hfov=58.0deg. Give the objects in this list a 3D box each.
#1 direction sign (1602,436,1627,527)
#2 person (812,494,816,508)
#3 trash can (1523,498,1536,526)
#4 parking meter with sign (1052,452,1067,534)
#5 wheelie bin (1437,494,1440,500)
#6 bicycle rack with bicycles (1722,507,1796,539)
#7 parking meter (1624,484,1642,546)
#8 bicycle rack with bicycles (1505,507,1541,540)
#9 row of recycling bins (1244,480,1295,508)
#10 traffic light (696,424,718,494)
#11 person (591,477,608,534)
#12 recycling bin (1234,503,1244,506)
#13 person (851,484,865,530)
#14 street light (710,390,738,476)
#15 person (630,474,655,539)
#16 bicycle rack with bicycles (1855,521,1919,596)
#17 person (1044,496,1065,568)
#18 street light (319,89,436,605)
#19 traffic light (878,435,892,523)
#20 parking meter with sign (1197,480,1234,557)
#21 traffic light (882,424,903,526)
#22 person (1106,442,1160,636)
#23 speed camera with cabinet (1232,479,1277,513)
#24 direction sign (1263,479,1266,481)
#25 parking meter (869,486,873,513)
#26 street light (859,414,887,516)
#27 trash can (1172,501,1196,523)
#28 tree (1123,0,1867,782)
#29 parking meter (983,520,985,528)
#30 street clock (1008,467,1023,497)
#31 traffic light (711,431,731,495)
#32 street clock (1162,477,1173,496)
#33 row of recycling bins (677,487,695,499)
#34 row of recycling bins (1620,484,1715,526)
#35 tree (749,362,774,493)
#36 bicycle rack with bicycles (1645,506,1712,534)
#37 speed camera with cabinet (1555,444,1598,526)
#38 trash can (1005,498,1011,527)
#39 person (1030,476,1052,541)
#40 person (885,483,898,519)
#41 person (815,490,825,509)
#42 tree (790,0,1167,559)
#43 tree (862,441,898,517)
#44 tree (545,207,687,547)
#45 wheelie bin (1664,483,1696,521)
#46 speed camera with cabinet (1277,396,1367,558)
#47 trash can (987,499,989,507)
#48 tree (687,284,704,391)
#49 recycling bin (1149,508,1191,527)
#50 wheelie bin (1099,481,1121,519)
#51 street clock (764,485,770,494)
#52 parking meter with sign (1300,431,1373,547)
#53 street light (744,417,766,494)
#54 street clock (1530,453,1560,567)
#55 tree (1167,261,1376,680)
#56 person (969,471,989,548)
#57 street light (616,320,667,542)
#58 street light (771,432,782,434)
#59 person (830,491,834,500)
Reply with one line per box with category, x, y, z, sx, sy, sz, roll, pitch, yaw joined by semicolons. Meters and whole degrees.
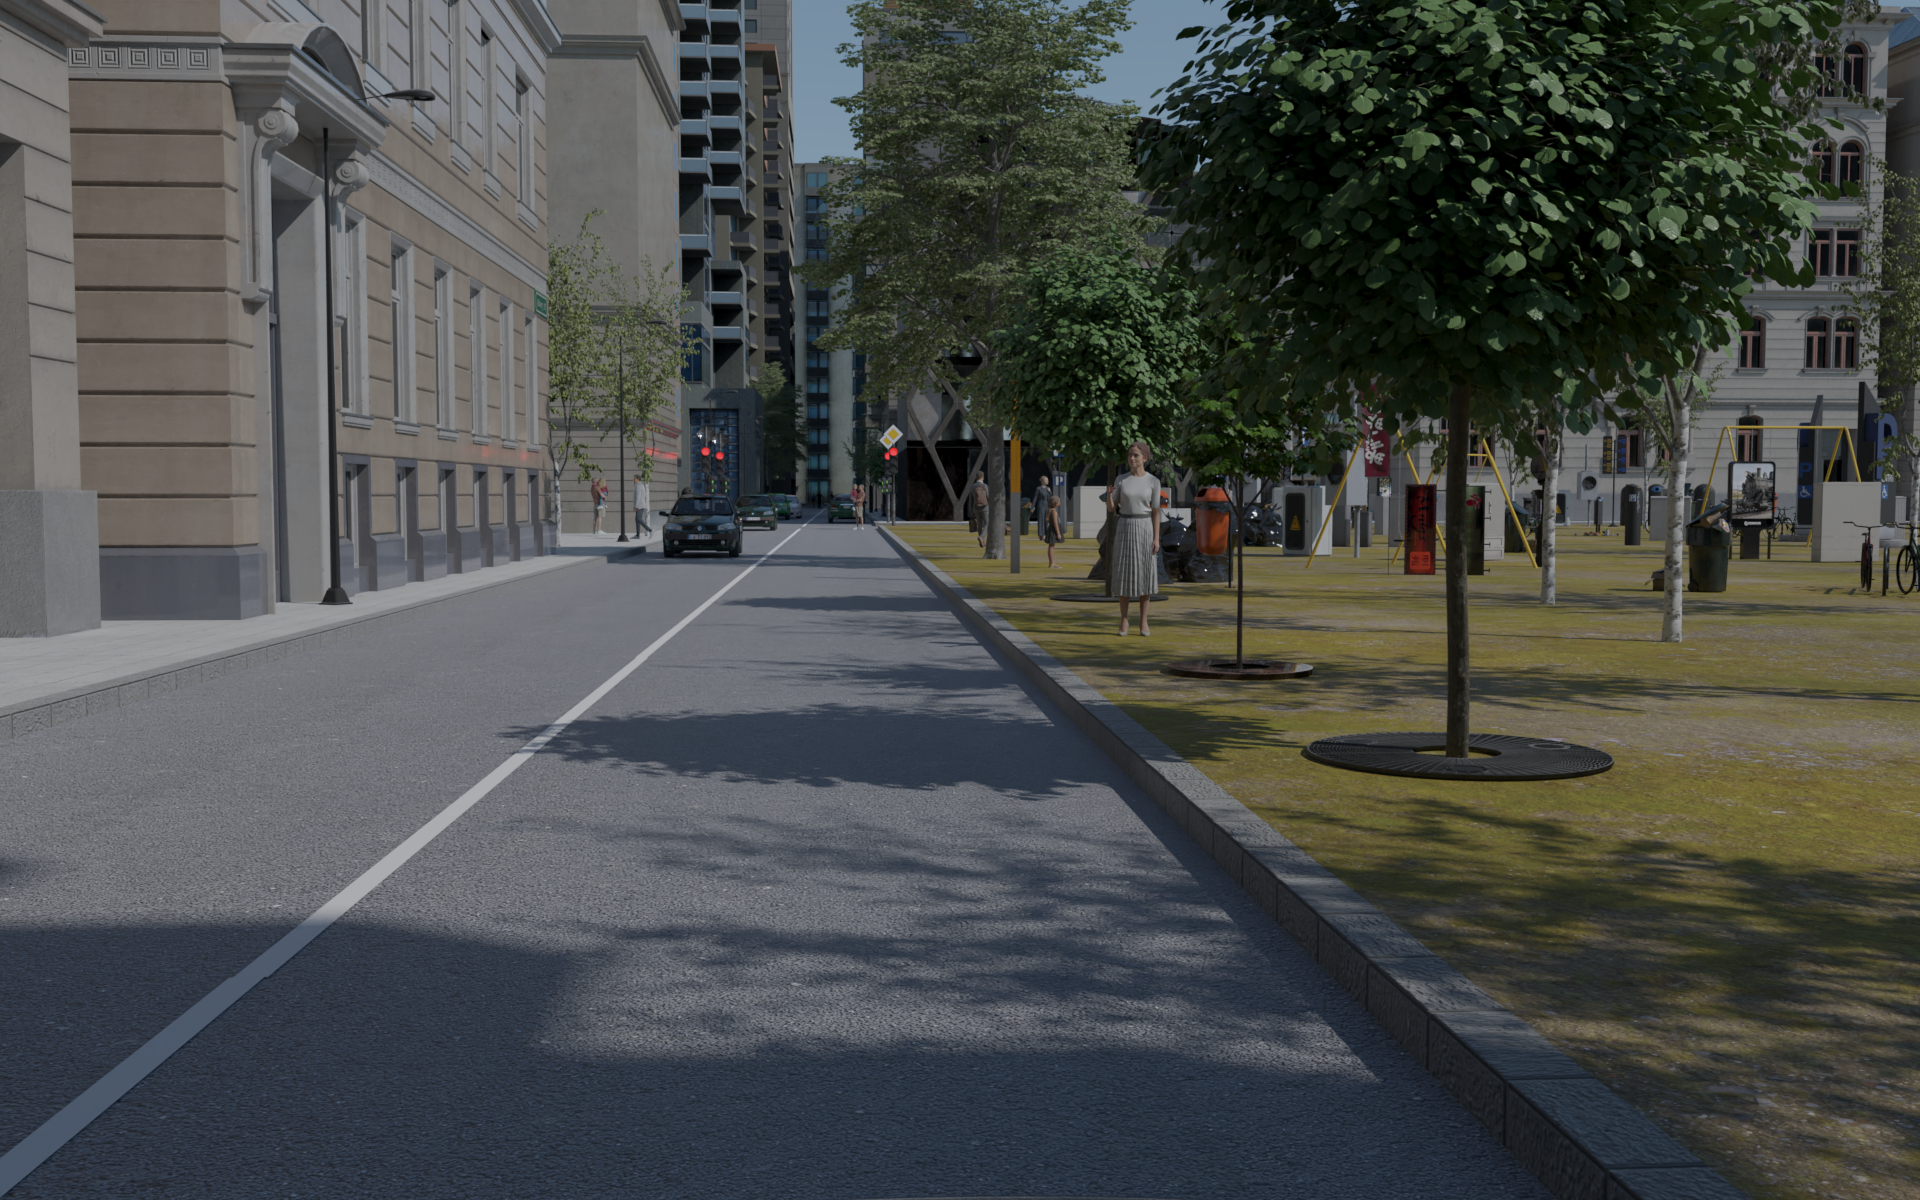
direction sign;25.512;-4.622;67.565;0.876;3.537;0.379;1;4;11
person;-15.457;-10.497;183.351;0.421;1.427;0.697;-1;4;-9
trash can;23.319;-3.612;70.712;0.748;1.137;0.748;0;3;0
parking meter with sign;3.263;-3.676;56.363;0.543;3.016;1.738;0;4;5
wheelie bin;14.921;-2.918;55.614;0.980;1.594;0.693;3;4;38
bicycle rack with bicycles;23.755;-2.216;49.613;2.852;0.926;2.925;0;4;2
parking meter;16.785;-2.127;43.184;0.372;1.533;0.369;0;3;0
bicycle rack with bicycles;15.446;-2.208;49.490;2.925;0.926;2.852;0;4;-5
row of recycling bins;9.382;-2.783;52.617;1.069;1.692;3.534;0;4;-5
traffic light;-10.151;-4.924;69.430;0.839;4.253;0.868;0;4;-4
person;-11.557;-3.027;55.501;0.580;1.828;0.573;0;4;-4
recycling bin;9.642;-2.976;61.218;0.722;1.027;0.722;1;4;19
person;-4.097;-3.728;69.434;0.580;1.828;0.573;0;4;-7
street light;-10.633;-6.429;77.654;1.470;5.913;1.316;0;4;-4
person;-9.069;-2.664;49.443;0.795;1.843;0.661;0;4;6
bicycle rack with bicycles;12.647;-0.531;22.059;2.852;0.926;2.925;2;4;30
person;1.652;-1.187;30.112;0.373;1.253;0.362;0;4;-4
street light;-6.716;-2.902;19.989;1.470;5.913;1.316;0;4;-4
traffic light;-3.247;-5.443;77.915;0.839;4.253;0.868;0;4;-4
parking meter with sign;5.257;-2.432;36.024;0.543;3.016;1.738;-1;4;-13
traffic light;-2.708;-4.956;69.948;0.839;4.253;0.868;0;4;-4
person;1.556;-0.549;15.593;0.480;1.755;0.524;0;4;8
speed camera with cabinet;8.225;-3.134;45.570;2.038;3.252;0.660;1;4;20
direction sign;18.812;-7.163;109.104;0.876;3.537;0.379;1;4;21
parking meter;-6.065;-6.884;118.261;0.255;1.863;0.399;0;4;4
street light;-4.955;-7.818;100.370;1.470;5.913;1.316;0;4;-4
trash can;4.616;-1.403;34.600;0.748;1.137;0.748;0;3;0
tree;2.423;-1.508;8.373;4.285;4.588;4.351;0;3;0
parking meter;0.810;-3.495;65.554;0.372;1.533;0.369;0;3;0
street clock;1.439;-2.469;44.933;0.358;2.002;0.471;-1;4;-21
traffic light;-10.690;-5.411;77.397;0.839;4.253;0.868;0;4;-4
street clock;8.174;-3.878;67.979;0.471;2.002;0.358;1;4;13
row of recycling bins;-17.431;-5.818;102.245;3.534;1.692;1.069;0;4;-6
row of recycling bins;28.491;-3.833;69.788;3.534;1.692;1.069;1;4;19
tree;-16.362;-14.053;147.899;7.486;12.596;7.792;0;3;0
bicycle rack with bicycles;23.254;-2.475;53.845;2.852;0.926;2.925;-3;4;-36
speed camera with cabinet;24.192;-4.547;68.687;2.038;3.252;0.660;0;4;2
trash can;1.819;-3.362;66.619;0.748;1.137;0.748;0;3;0
person;2.253;-2.525;47.751;0.534;1.772;0.576;3;5;40
person;-3.482;-4.914;86.377;0.794;1.824;0.713;1;4;18
person;-13.623;-9.762;168.132;0.705;1.821;1.348;3;5;40
tree;0.530;-7.105;34.291;7.486;12.596;7.792;0;3;0
tree;-3.881;-6.897;96.483;4.285;4.588;4.351;0;3;0
tree;-9.921;-5.600;41.921;4.737;8.622;4.395;0;3;0
wheelie bin;20.562;-2.544;49.506;0.693;1.594;0.980;-2;4;-33
speed camera with cabinet;7.451;-2.516;35.466;0.660;3.252;2.038;-2;4;-27
trash can;1.383;-3.596;70.448;0.748;1.137;0.748;0;3;0
tree;-9.724;-6.237;52.342;4.737;8.622;4.395;0;3;0
recycling bin;3.590;-1.107;30.654;0.722;1.027;0.722;-2;4;-34
wheelie bin;3.691;-1.963;40.001;0.980;1.594;0.693;1;4;14
street clock;-15.908;-8.439;142.542;0.471;2.002;0.358;-3;5;-44
parking meter with sign;9.136;-2.803;42.097;1.738;3.016;0.543;2;4;28
street light;-12.373;-8.032;103.861;1.470;5.913;1.316;0;4;-4
street clock;10.247;-1.579;30.390;0.358;2.002;0.471;-2;4;-28
tree;1.938;-1.077;12.207;1.663;3.219;1.824;0;3;0
person;0.484;-2.178;41.616;0.622;1.834;0.822;2;4;24
street light;-8.501;-4.512;46.314;1.470;5.913;1.316;0;4;-4
street light;-14.048;-9.619;129.816;1.470;5.913;1.316;0;4;-4
person;-14.616;-11.615;198.930;0.721;1.766;1.217;-2;4;-34
